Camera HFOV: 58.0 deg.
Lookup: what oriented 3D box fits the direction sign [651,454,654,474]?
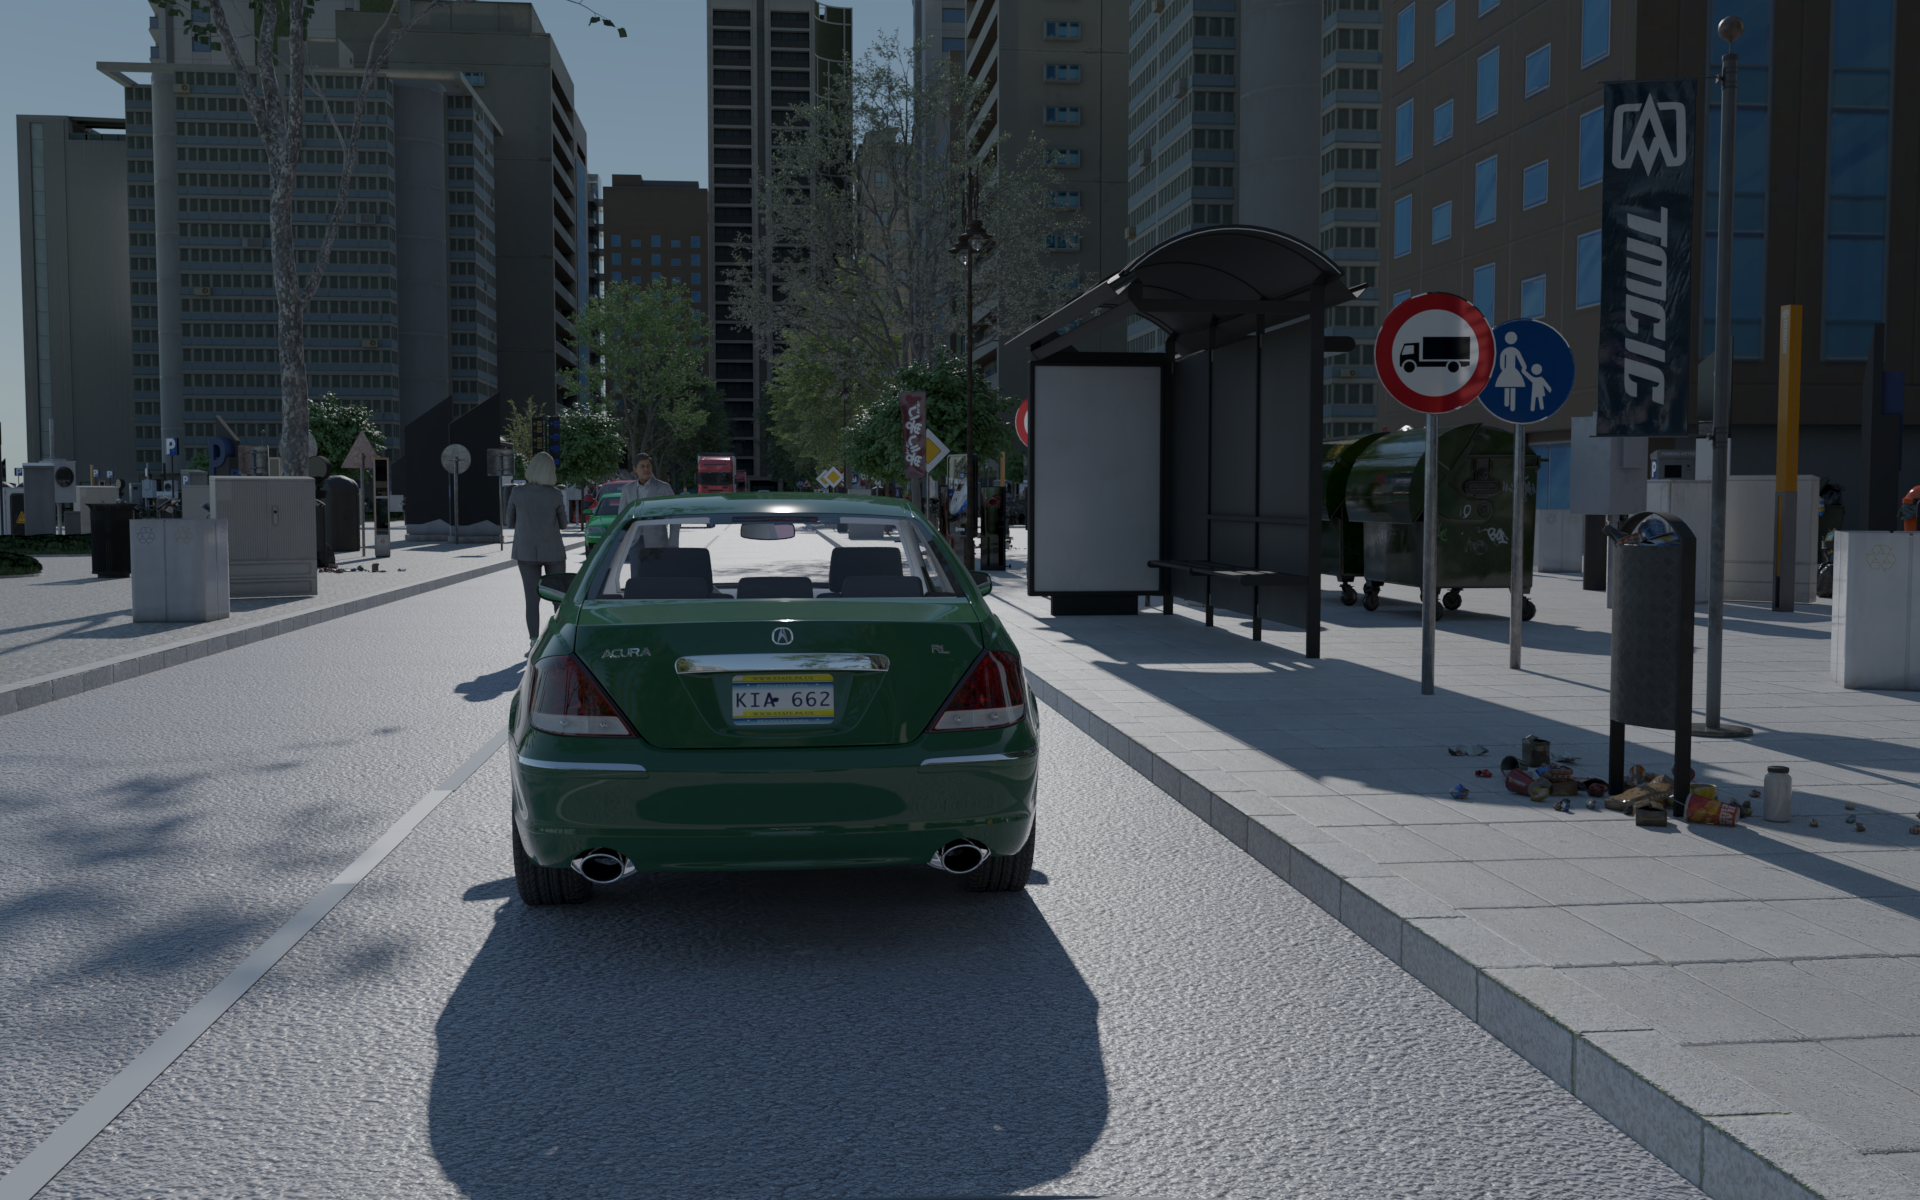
[{"bbox_3d":[-17.505,-6.523,98.647,0.379,3.537,0.876,0,4,-3],"label":"direction sign"}]

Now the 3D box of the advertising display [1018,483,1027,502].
[{"bbox_3d":[3.827,-5.803,100.087,0.974,1.923,0.123,-1,4,-21],"label":"advertising display"}]

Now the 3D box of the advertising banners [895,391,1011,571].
[{"bbox_3d":[-0.106,-2.017,29.165,2.074,3.025,0.090,2,4,25],"label":"advertising banners"}]

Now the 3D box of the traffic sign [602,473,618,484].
[{"bbox_3d":[-12.487,-3.527,61.316,0.795,2.450,0.064,0,4,-6],"label":"traffic sign"}]

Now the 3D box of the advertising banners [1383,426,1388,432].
[{"bbox_3d":[10.971,-3.015,45.487,0.090,3.025,2.074,0,4,2],"label":"advertising banners"}]

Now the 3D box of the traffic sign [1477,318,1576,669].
[{"bbox_3d":[4.082,-0.768,12.658,0.768,2.556,0.104,0,4,-1],"label":"traffic sign"}]

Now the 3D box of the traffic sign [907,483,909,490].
[{"bbox_3d":[-1.880,-3.841,62.900,0.768,2.556,0.104,0,4,3],"label":"traffic sign"}]

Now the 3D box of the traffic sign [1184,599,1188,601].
[{"bbox_3d":[2.737,-1.265,20.794,0.768,2.556,0.104,0,4,1],"label":"traffic sign"}]

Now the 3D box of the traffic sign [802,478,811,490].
[{"bbox_3d":[-12.272,-8.487,138.758,0.884,2.594,0.081,0,4,2],"label":"traffic sign"}]

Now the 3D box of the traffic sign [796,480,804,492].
[{"bbox_3d":[-13.121,-8.722,142.705,0.768,2.556,0.104,0,4,-3],"label":"traffic sign"}]

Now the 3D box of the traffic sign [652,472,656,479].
[{"bbox_3d":[-16.247,-5.565,90.991,0.884,2.594,0.081,0,4,-5],"label":"traffic sign"}]

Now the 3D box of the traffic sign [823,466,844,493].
[{"bbox_3d":[-4.541,-3.581,62.195,0.795,2.450,0.064,0,4,-6],"label":"traffic sign"}]

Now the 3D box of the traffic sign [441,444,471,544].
[{"bbox_3d":[-12.811,-2.686,44.028,0.768,2.556,0.104,0,4,3],"label":"traffic sign"}]

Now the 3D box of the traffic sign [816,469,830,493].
[{"bbox_3d":[-5.443,-4.066,70.129,0.795,2.450,0.064,0,4,-6],"label":"traffic sign"}]

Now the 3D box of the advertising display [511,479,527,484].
[{"bbox_3d":[-19.025,-4.252,74.740,0.123,1.923,0.974,1,4,22],"label":"advertising display"}]

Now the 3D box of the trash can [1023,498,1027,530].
[{"bbox_3d":[2.502,-2.855,58.337,0.748,1.137,0.748,0,3,0],"label":"trash can"}]

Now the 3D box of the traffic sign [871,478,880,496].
[{"bbox_3d":[-3.404,-4.272,71.038,0.795,2.450,0.064,0,4,3],"label":"traffic sign"}]

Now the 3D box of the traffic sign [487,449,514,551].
[{"bbox_3d":[-10.368,-2.264,39.139,0.606,2.300,0.079,0,4,0],"label":"traffic sign"}]

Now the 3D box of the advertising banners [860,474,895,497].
[{"bbox_3d":[-2.561,-3.909,60.104,2.074,3.025,0.090,0,4,1],"label":"advertising banners"}]

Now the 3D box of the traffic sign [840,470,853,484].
[{"bbox_3d":[-6.046,-5.608,91.802,0.768,2.556,0.104,0,4,-4],"label":"traffic sign"}]

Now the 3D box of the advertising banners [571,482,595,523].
[{"bbox_3d":[-16.819,-4.867,75.770,2.074,3.025,0.090,-2,4,-34],"label":"advertising banners"}]

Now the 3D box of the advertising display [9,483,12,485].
[{"bbox_3d":[-54.689,-5.772,99.593,0.123,1.923,0.974,-3,5,-44],"label":"advertising display"}]

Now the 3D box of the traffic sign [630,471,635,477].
[{"bbox_3d":[-17.852,-5.813,95.147,0.768,2.556,0.104,0,4,-3],"label":"traffic sign"}]

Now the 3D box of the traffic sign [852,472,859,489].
[{"bbox_3d":[-6.090,-6.008,98.338,0.768,2.556,0.104,0,4,-3],"label":"traffic sign"}]

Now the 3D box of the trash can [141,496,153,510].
[{"bbox_3d":[-52.358,-6.116,111.658,0.748,1.137,0.748,0,3,0],"label":"trash can"}]

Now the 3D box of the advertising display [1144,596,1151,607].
[{"bbox_3d":[1.715,-0.889,19.752,0.974,1.923,0.123,0,4,5],"label":"advertising display"}]

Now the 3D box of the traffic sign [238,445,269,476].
[{"bbox_3d":[-14.822,-2.094,36.369,0.606,2.300,0.079,0,4,-6],"label":"traffic sign"}]

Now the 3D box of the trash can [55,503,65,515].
[{"bbox_3d":[-62.281,-6.577,119.194,0.748,1.137,0.748,0,3,0],"label":"trash can"}]

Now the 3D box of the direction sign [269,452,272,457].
[{"bbox_3d":[-37.003,-6.180,93.042,0.379,3.537,0.876,-1,4,-16],"label":"direction sign"}]

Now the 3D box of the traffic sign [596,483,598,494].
[{"bbox_3d":[-15.633,-4.562,74.698,0.768,2.556,0.104,0,4,-4],"label":"traffic sign"}]

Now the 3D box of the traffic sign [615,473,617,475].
[{"bbox_3d":[-20.467,-6.304,103.079,0.884,2.594,0.081,0,4,3],"label":"traffic sign"}]

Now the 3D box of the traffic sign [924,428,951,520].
[{"bbox_3d":[-0.560,-1.785,30.366,0.795,2.450,0.064,0,4,-4],"label":"traffic sign"}]

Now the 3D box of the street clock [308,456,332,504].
[{"bbox_3d":[-12.245,-1.743,33.071,0.471,2.002,0.358,0,4,4],"label":"street clock"}]

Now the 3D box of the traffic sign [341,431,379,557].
[{"bbox_3d":[-12.245,-2.171,35.501,0.884,2.594,0.081,0,4,-2],"label":"traffic sign"}]

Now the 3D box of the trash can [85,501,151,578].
[{"bbox_3d":[-13.022,-0.915,26.621,0.748,1.137,0.748,0,3,0],"label":"trash can"}]

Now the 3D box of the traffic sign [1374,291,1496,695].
[{"bbox_3d":[2.995,-0.667,11.014,0.768,2.556,0.104,0,4,1],"label":"traffic sign"}]

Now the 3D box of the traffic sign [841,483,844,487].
[{"bbox_3d":[-6.755,-6.142,101.611,0.795,2.450,0.064,0,4,1],"label":"traffic sign"}]

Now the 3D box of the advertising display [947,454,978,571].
[{"bbox_3d":[0.039,-1.394,28.003,0.123,1.923,0.974,-2,4,-24],"label":"advertising display"}]

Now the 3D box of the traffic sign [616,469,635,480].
[{"bbox_3d":[-13.388,-4.013,69.251,0.795,2.450,0.064,0,4,-6],"label":"traffic sign"}]

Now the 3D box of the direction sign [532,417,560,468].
[{"bbox_3d":[-12.164,-3.607,50.969,0.876,3.537,0.379,1,4,13],"label":"direction sign"}]

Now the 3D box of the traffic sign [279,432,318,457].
[{"bbox_3d":[-12.849,-2.050,33.628,0.768,2.556,0.104,0,4,3],"label":"traffic sign"}]

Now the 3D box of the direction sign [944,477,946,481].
[{"bbox_3d":[-1.030,-6.707,101.649,0.876,3.537,0.379,0,4,2],"label":"direction sign"}]

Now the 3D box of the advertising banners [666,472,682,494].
[{"bbox_3d":[-22.657,-8.677,138.050,0.090,3.025,2.074,3,4,38],"label":"advertising banners"}]

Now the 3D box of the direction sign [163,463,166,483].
[{"bbox_3d":[-58.036,-8.221,126.408,0.379,3.537,0.876,-1,4,-14],"label":"direction sign"}]

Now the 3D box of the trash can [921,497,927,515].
[{"bbox_3d":[-1.554,-4.173,79.874,0.748,1.137,0.748,0,3,0],"label":"trash can"}]

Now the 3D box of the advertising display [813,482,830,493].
[{"bbox_3d":[-7.372,-5.332,92.399,0.974,1.923,0.123,2,4,26],"label":"advertising display"}]

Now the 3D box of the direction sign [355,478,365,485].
[{"bbox_3d":[-38.378,-7.236,110.305,0.876,3.537,0.379,-1,4,-16],"label":"direction sign"}]

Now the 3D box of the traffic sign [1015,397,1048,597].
[{"bbox_3d":[1.058,-1.310,21.524,0.768,2.556,0.104,0,4,-6],"label":"traffic sign"}]
